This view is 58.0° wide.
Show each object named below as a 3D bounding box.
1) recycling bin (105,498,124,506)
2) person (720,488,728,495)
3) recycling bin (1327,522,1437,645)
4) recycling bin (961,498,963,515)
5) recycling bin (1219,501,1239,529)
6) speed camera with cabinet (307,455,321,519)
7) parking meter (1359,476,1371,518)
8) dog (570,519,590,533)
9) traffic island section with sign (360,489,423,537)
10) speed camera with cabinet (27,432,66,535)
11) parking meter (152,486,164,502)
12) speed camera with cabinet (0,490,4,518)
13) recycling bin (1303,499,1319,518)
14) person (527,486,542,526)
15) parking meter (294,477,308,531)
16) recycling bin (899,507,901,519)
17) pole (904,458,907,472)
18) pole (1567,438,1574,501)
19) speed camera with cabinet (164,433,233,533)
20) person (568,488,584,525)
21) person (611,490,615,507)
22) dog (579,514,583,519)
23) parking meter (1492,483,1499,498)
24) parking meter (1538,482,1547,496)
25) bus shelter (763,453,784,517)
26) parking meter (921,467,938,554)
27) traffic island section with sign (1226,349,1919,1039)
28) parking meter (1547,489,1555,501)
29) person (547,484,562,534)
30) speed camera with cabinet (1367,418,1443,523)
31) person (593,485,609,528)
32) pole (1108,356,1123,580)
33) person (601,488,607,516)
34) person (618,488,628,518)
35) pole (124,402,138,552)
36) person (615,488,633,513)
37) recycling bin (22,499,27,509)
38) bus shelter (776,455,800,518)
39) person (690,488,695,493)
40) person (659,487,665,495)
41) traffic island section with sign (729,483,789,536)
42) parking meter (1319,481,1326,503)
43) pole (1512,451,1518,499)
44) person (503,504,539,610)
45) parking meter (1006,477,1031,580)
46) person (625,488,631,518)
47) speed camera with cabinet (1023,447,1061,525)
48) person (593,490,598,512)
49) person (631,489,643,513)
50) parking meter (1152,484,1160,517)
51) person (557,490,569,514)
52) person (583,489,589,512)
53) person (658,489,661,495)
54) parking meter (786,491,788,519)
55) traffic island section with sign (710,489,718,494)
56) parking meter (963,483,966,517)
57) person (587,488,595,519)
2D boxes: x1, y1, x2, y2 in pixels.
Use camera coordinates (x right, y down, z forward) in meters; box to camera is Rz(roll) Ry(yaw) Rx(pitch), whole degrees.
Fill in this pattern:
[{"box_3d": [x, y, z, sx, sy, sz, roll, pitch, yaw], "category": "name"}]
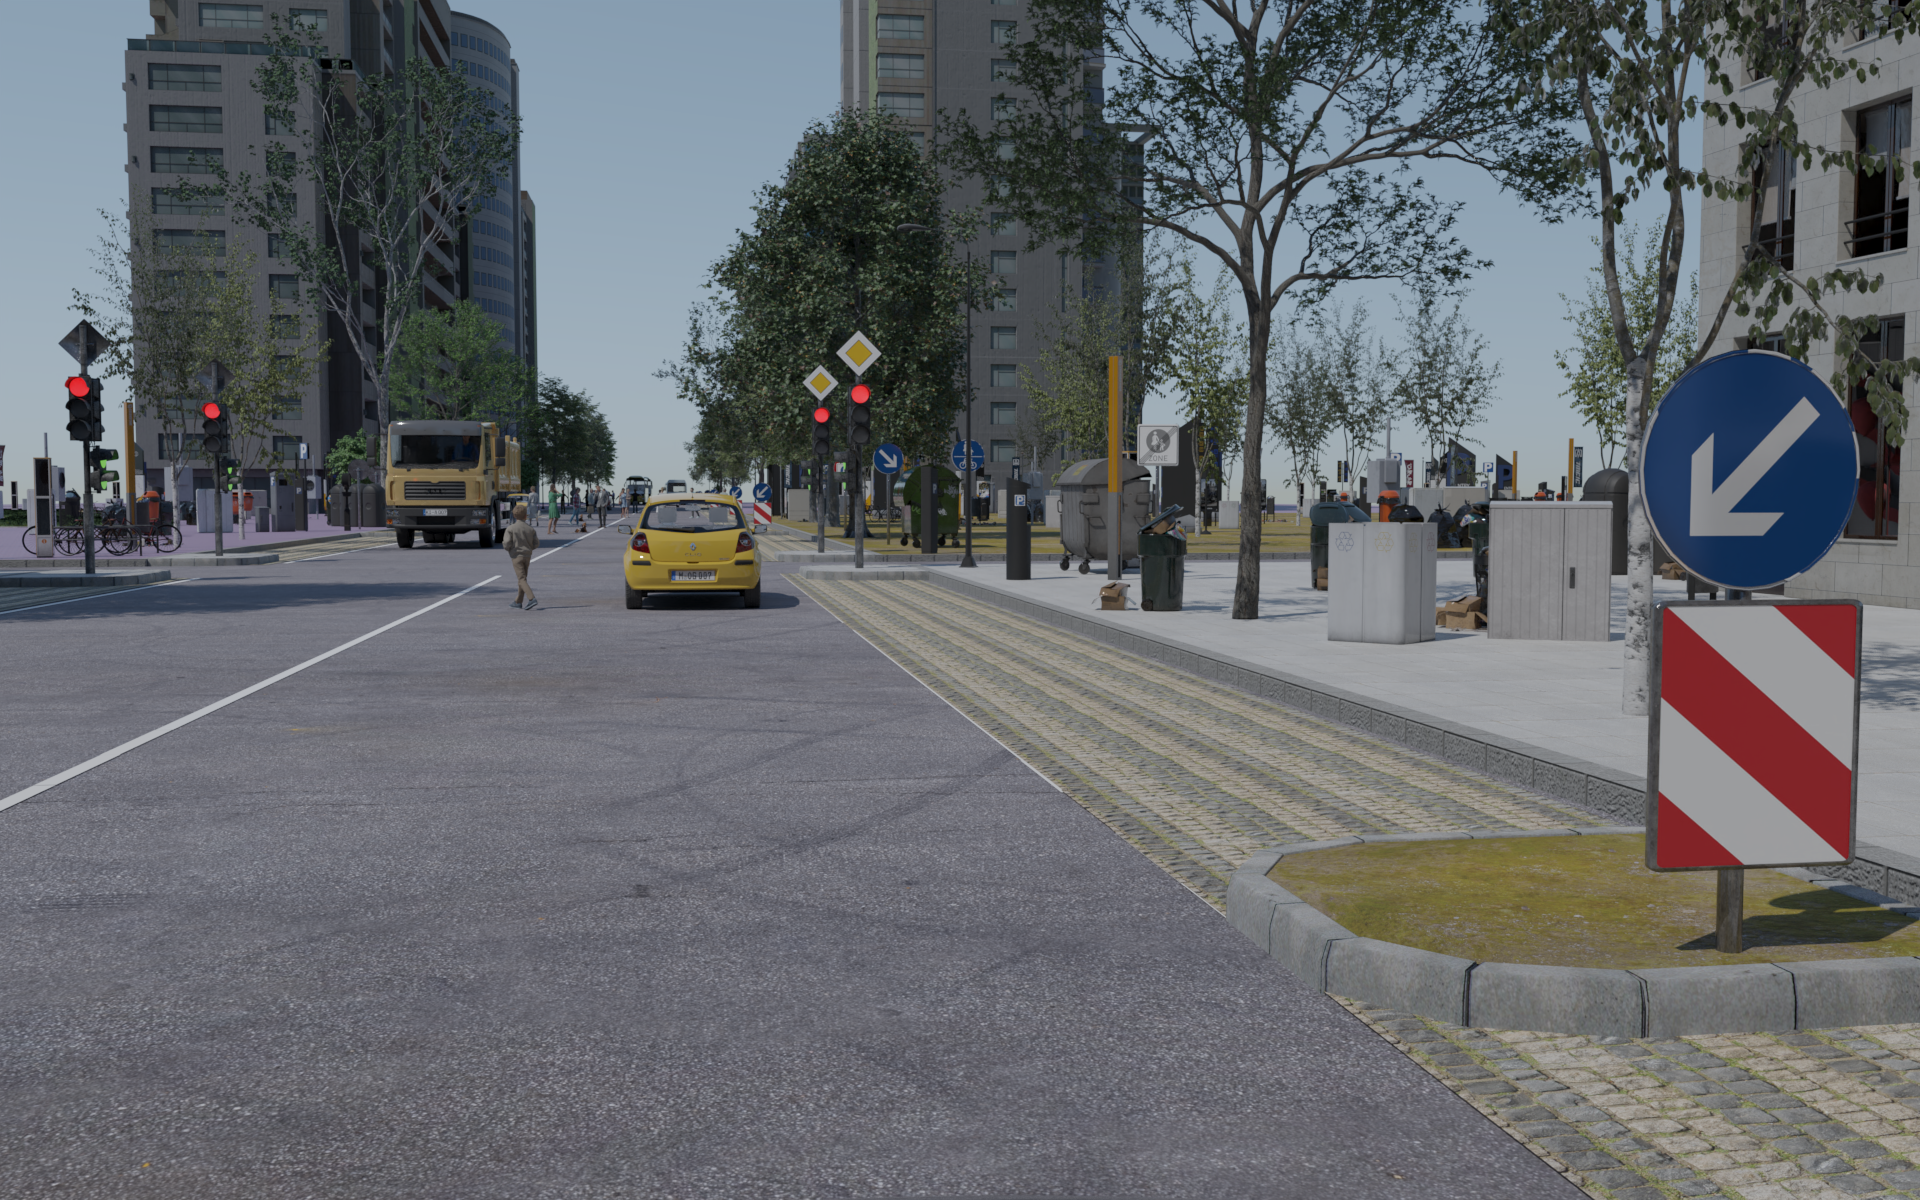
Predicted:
[{"box_3d": [-49.177, -5.395, 100.766, 0.722, 1.027, 0.722, 0, 4, 7], "category": "recycling bin"}, {"box_3d": [-12.478, -5.074, 91.939, 0.782, 1.767, 0.515, 1, 4, 14], "category": "person"}, {"box_3d": [3.701, -0.160, 15.175, 0.722, 1.027, 0.722, 3, 5, 39], "category": "recycling bin"}, {"box_3d": [0.509, -5.628, 104.580, 0.722, 1.027, 0.722, -3, 4, -37], "category": "recycling bin"}, {"box_3d": [9.905, -3.133, 63.780, 0.722, 1.027, 0.722, 0, 4, 7], "category": "recycling bin"}, {"box_3d": [-33.417, -5.708, 87.662, 2.038, 3.252, 0.660, 1, 4, 10], "category": "speed camera with cabinet"}, {"box_3d": [13.075, -3.063, 55.795, 0.399, 1.863, 0.255, 0, 4, 6], "category": "parking meter"}, {"box_3d": [-14.055, -2.680, 64.016, 0.748, 0.427, 0.550, -1, 4, -13], "category": "dog"}, {"box_3d": [-19.032, -3.041, 58.341, 1.989, 1.847, 2.006, -1, 4, -9], "category": "traffic island section with sign"}, {"box_3d": [-29.037, -3.713, 55.050, 0.660, 3.252, 2.038, -1, 4, -11], "category": "speed camera with cabinet"}, {"box_3d": [-26.737, -3.019, 57.778, 0.372, 1.533, 0.369, 0, 3, 0], "category": "parking meter"}, {"box_3d": [-44.307, -5.135, 78.295, 0.660, 3.252, 2.038, 1, 4, 15], "category": "speed camera with cabinet"}, {"box_3d": [19.106, -4.986, 94.080, 0.722, 1.027, 0.722, -1, 4, -19], "category": "recycling bin"}, {"box_3d": [-18.896, -4.146, 76.632, 0.694, 1.780, 0.624, -2, 4, -28], "category": "person"}, {"box_3d": [-22.963, -3.341, 60.343, 0.399, 1.863, 0.255, 1, 4, 12], "category": "parking meter"}, {"box_3d": [-2.926, -4.808, 91.160, 0.722, 1.027, 0.722, 0, 4, -3], "category": "recycling bin"}, {"box_3d": [-2.828, -5.879, 89.972, 0.158, 3.312, 0.155, 0, 3, 0], "category": "pole"}, {"box_3d": [22.284, -4.244, 63.227, 0.158, 3.312, 0.155, 0, 3, 0], "category": "pole"}, {"box_3d": [-24.970, -3.821, 56.809, 0.660, 3.252, 2.038, 3, 4, 37], "category": "speed camera with cabinet"}, {"box_3d": [-17.617, -4.291, 79.497, 0.643, 1.720, 0.563, 1, 4, 11], "category": "person"}, {"box_3d": [-37.018, -10.759, 184.278, 0.599, 1.838, 0.709, -2, 4, -28], "category": "person"}, {"box_3d": [-19.796, -4.257, 89.791, 0.748, 0.427, 0.550, -1, 4, -10], "category": "dog"}, {"box_3d": [27.983, -5.191, 90.592, 0.255, 1.863, 0.399, 0, 4, 1], "category": "parking meter"}, {"box_3d": [27.258, -4.610, 81.078, 0.399, 1.863, 0.255, -2, 4, -34], "category": "parking meter"}, {"box_3d": [-10.666, -6.745, 101.570, 1.731, 3.624, 6.357, -1, 4, -9], "category": "bus shelter"}, {"box_3d": [-0.654, -1.929, 37.247, 0.255, 1.863, 0.399, 1, 4, 22], "category": "parking meter"}, {"box_3d": [1.943, 0.191, 5.509, 1.989, 1.847, 2.006, -1, 4, -9], "category": "traffic island section with sign"}, {"box_3d": [29.278, -4.749, 86.055, 0.372, 1.533, 0.369, 0, 3, 0], "category": "parking meter"}, {"box_3d": [-14.533, -3.245, 61.798, 0.600, 1.795, 0.529, 3, 5, 43], "category": "person"}, {"box_3d": [11.655, -3.118, 45.316, 2.038, 3.252, 0.660, -1, 4, -22], "category": "speed camera with cabinet"}, {"box_3d": [-15.161, -3.946, 73.195, 0.592, 1.802, 0.473, 1, 4, 20], "category": "person"}, {"box_3d": [2.309, -1.951, 25.738, 0.158, 3.312, 0.155, 0, 3, 0], "category": "pole"}, {"box_3d": [-22.811, -6.235, 110.650, 0.583, 1.804, 0.606, 0, 4, -3], "category": "person"}, {"box_3d": [-20.249, -5.829, 103.896, 0.616, 1.811, 0.778, -2, 4, -34], "category": "person"}, {"box_3d": [-18.429, -2.730, 38.481, 0.158, 3.312, 0.155, 0, 3, 0], "category": "pole"}, {"box_3d": [-25.142, -7.424, 129.520, 1.348, 1.869, 0.705, -2, 4, -25], "category": "person"}, {"box_3d": [-51.849, -5.137, 96.549, 0.722, 1.027, 0.722, -2, 4, -26], "category": "recycling bin"}, {"box_3d": [-8.775, -7.096, 93.647, 2.179, 5.291, 8.768, -1, 4, -9], "category": "bus shelter"}, {"box_3d": [-15.784, -5.778, 102.994, 0.620, 1.820, 0.660, -3, 5, -44], "category": "person"}, {"box_3d": [-14.586, -4.637, 84.669, 0.624, 1.780, 0.694, -3, 5, -41], "category": "person"}, {"box_3d": [-7.026, -3.160, 60.299, 1.989, 1.847, 2.006, -1, 4, -9], "category": "traffic island section with sign"}, {"box_3d": [16.117, -4.357, 76.950, 0.255, 1.863, 0.399, 0, 4, 5], "category": "parking meter"}, {"box_3d": [26.089, -5.359, 81.471, 0.158, 3.312, 0.155, 0, 3, 0], "category": "pole"}, {"box_3d": [-5.446, -0.531, 21.456, 0.640, 1.303, 0.475, 3, 4, 37], "category": "person"}, {"box_3d": [0.877, -1.070, 25.899, 0.372, 1.533, 0.369, 0, 3, 0], "category": "parking meter"}, {"box_3d": [-20.218, -5.909, 105.454, 0.374, 1.781, 0.599, 2, 4, 35], "category": "person"}, {"box_3d": [3.624, -4.800, 72.821, 2.038, 3.252, 0.660, -2, 4, -32], "category": "speed camera with cabinet"}, {"box_3d": [-28.517, -7.740, 135.585, 0.617, 1.759, 0.750, -1, 4, -10], "category": "person"}, {"box_3d": [-24.107, -7.337, 128.476, 1.348, 1.822, 0.705, -2, 4, -33], "category": "person"}, {"box_3d": [10.850, -5.512, 95.834, 0.399, 1.863, 0.255, 1, 4, 17], "category": "parking meter"}, {"box_3d": [-28.095, -6.929, 122.306, 1.217, 1.766, 0.721, 1, 4, 23], "category": "person"}, {"box_3d": [-30.259, -8.058, 140.381, 0.705, 1.807, 1.348, 1, 4, 9], "category": "person"}, {"box_3d": [-25.713, -8.551, 148.310, 1.348, 1.824, 0.705, 2, 4, 35], "category": "person"}, {"box_3d": [-8.714, -4.914, 88.749, 0.372, 1.533, 0.369, 0, 3, 0], "category": "parking meter"}, {"box_3d": [-11.379, -4.787, 86.902, 1.989, 1.847, 2.006, -1, 4, -9], "category": "traffic island section with sign"}, {"box_3d": [0.387, -5.471, 95.155, 0.255, 1.863, 0.399, 2, 4, 34], "category": "parking meter"}, {"box_3d": [-20.824, -5.416, 97.538, 0.515, 1.767, 0.782, 0, 4, 1], "category": "person"}]
